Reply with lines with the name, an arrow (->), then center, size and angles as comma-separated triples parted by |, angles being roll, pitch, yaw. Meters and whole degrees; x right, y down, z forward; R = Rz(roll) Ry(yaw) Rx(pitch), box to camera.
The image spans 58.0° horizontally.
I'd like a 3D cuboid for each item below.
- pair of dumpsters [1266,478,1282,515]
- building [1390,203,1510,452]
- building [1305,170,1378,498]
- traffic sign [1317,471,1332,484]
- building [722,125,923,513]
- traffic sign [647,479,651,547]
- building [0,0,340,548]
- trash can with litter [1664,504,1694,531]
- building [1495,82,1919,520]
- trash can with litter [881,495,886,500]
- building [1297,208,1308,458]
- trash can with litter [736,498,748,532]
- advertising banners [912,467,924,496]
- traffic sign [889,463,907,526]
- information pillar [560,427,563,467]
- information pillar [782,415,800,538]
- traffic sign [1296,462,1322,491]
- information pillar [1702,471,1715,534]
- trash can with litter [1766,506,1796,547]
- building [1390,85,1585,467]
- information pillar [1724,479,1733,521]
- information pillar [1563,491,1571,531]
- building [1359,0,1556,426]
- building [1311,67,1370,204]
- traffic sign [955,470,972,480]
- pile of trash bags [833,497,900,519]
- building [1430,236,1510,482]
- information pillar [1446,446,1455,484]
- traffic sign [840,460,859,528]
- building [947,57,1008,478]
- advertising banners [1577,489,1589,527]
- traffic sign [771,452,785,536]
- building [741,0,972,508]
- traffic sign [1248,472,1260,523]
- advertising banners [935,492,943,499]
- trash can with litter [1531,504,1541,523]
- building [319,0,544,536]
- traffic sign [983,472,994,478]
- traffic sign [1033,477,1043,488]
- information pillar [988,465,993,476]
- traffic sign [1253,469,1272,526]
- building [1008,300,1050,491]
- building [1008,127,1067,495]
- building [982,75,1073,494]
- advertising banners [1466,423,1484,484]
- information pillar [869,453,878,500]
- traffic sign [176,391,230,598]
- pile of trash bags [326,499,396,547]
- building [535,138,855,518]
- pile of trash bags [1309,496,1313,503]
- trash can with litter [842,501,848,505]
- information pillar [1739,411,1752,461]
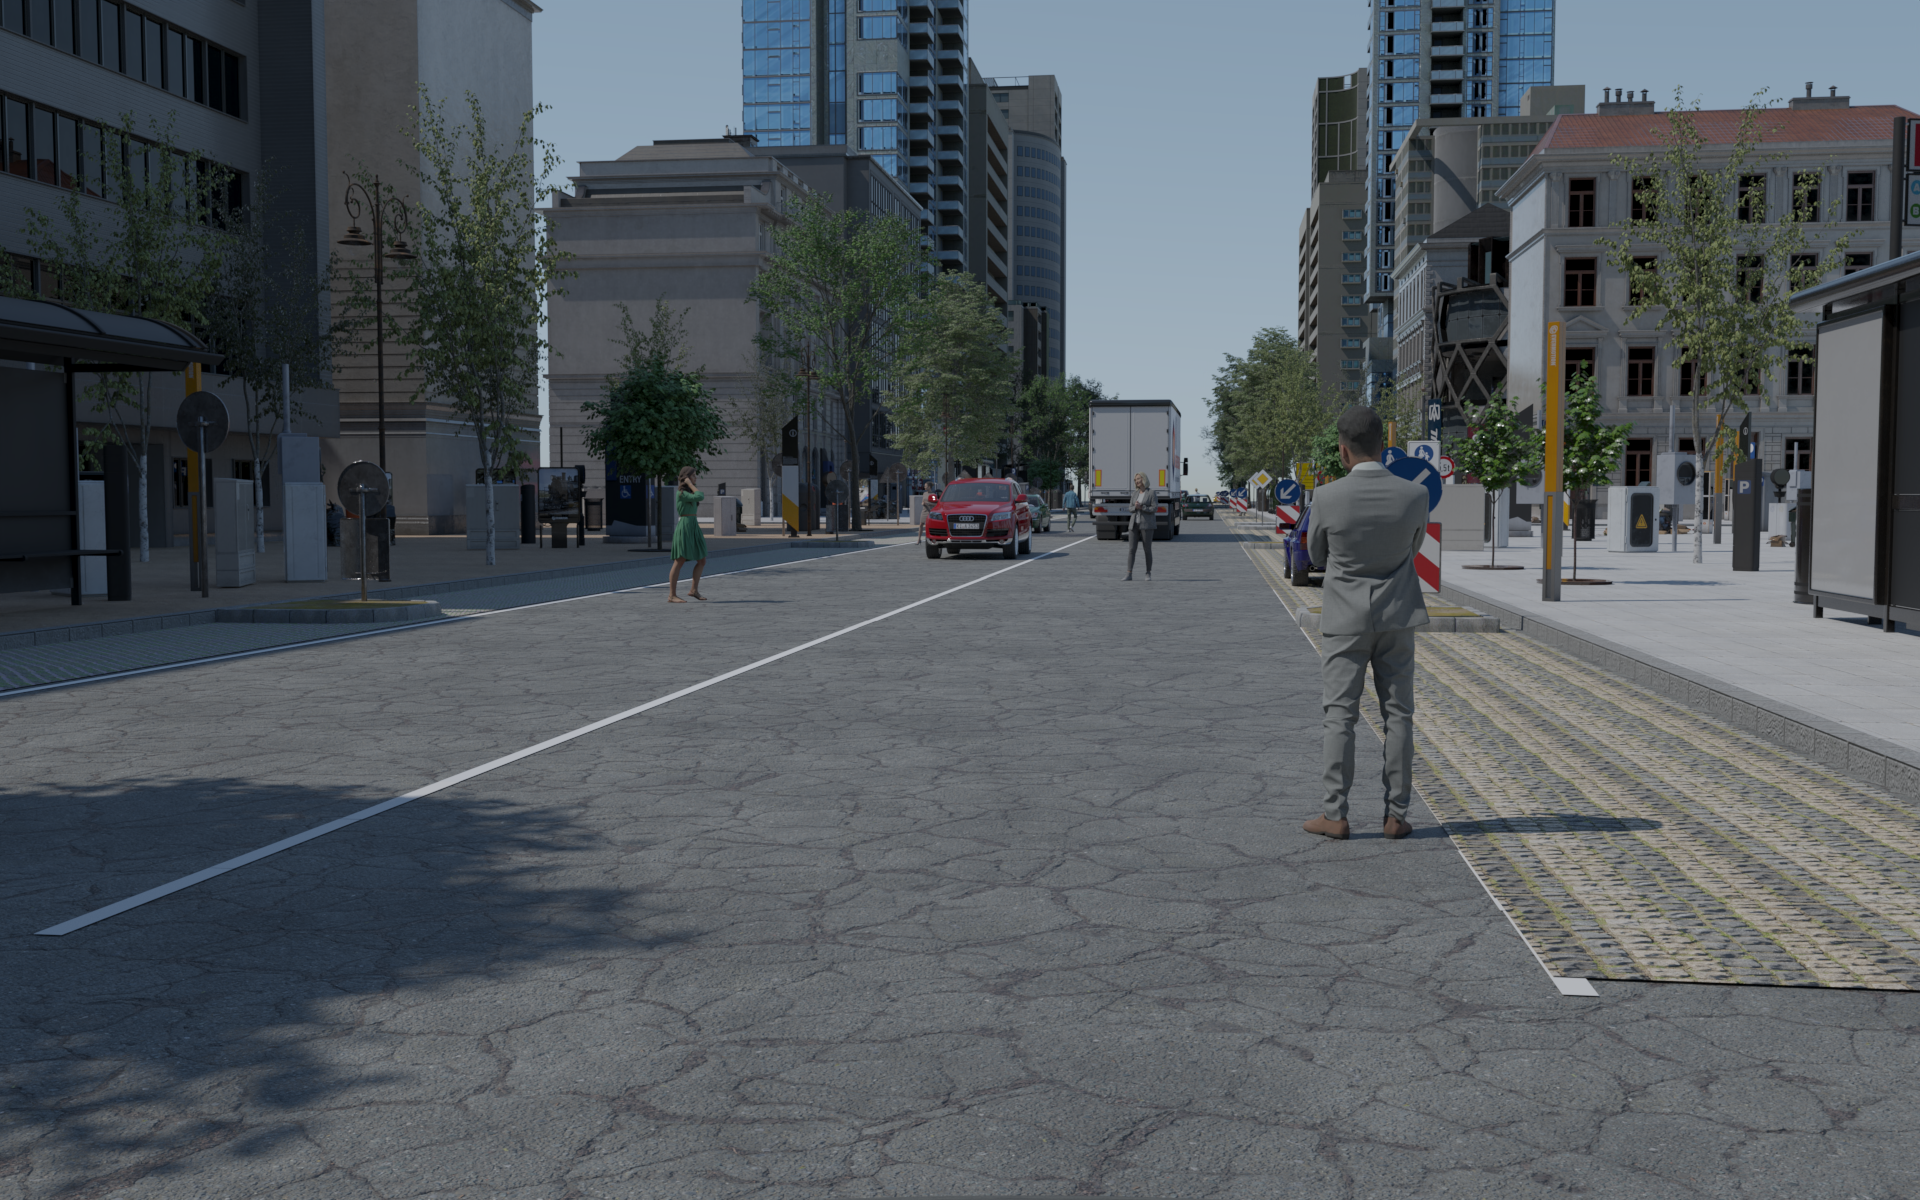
pair of dumpsters -> 20.263, -6.550, 109.583 | 1.574, 2.255, 4.437 | 0, 4, 8
building -> 41.215, -18.997, 139.483 | 11.050, 23.489, 19.941 | 0, 4, 8
building -> 62.521, -38.524, 253.571 | 21.300, 48.544, 21.600 | 0, 4, 8
traffic sign -> 18.633, -5.413, 88.608 | 0.768, 2.556, 0.104 | 1, 4, 13
building -> -11.560, -20.507, 128.803 | 14.314, 27.812, 24.014 | 0, 4, 8
traffic sign -> -7.470, -2.538, 41.602 | 0.768, 2.556, 0.104 | 1, 4, 17
building -> -25.831, -13.104, 33.320 | 14.314, 24.678, 30.058 | 0, 4, 8
trash can with litter -> 25.422, -3.046, 60.867 | 2.233, 1.210, 1.678 | 0, 4, -7
building -> 39.690, -15.555, 90.477 | 21.152, 22.565, 11.583 | 0, 4, 8
trash can with litter -> -7.758, -8.384, 148.143 | 2.233, 1.210, 1.678 | -3, 4, -37
building -> 65.015, -39.838, 275.055 | 21.300, 48.544, 21.600 | 0, 4, 8
trash can with litter -> -7.518, -2.902, 58.828 | 0.624, 1.170, 1.055 | -2, 4, -33
advertising banners -> -2.567, -6.606, 104.189 | 0.090, 3.025, 2.074 | 1, 4, 20
traffic sign -> -2.519, -4.294, 70.315 | 0.768, 2.556, 0.104 | 1, 4, 11
information pillar -> -13.934, -4.237, 60.627 | 0.183, 3.616, 0.504 | -1, 4, -12
information pillar -> -4.972, -3.641, 50.877 | 0.504, 3.616, 0.183 | 0, 4, -6
traffic sign -> 22.544, -7.127, 110.406 | 2.265, 3.308, 0.079 | 1, 4, 12
information pillar -> 24.072, -3.139, 55.808 | 0.304, 2.012, 0.304 | -3, 5, -43
trash can with litter -> 20.009, -1.856, 41.732 | 1.055, 1.170, 0.624 | 3, 5, 41
building -> 55.667, -29.208, 169.427 | 32.217, 40.220, 23.993 | 0, 4, 8
information pillar -> 37.208, -4.849, 83.777 | 0.304, 2.012, 0.304 | -1, 4, -14
information pillar -> 21.141, -4.235, 60.594 | 0.183, 3.616, 0.504 | -2, 4, -33
building -> 54.842, -54.017, 195.846 | 22.319, 86.520, 31.000 | 0, 4, 8
building -> 68.420, -52.425, 295.392 | 20.563, 71.187, 20.611 | 0, 4, 8
traffic sign -> 0.175, -4.153, 71.543 | 0.795, 2.450, 0.064 | 0, 4, 8
pile of trash bags -> -4.860, -4.765, 87.664 | 3.447, 1.369, 1.912 | -1, 4, -23
building -> 41.468, -15.512, 121.068 | 16.820, 18.784, 16.811 | 0, 4, 8
information pillar -> 21.690, -5.214, 76.605 | 0.183, 3.616, 0.504 | -2, 4, -24
traffic sign -> -4.177, -3.986, 65.278 | 0.768, 2.556, 0.104 | 1, 4, 13
building -> -6.257, -35.115, 197.826 | 21.300, 48.544, 21.600 | 0, 4, 8
advertising banners -> 22.985, -4.154, 64.109 | 0.090, 3.025, 2.074 | 2, 4, 34
traffic sign -> -5.357, -3.205, 52.510 | 0.768, 2.556, 0.104 | 1, 4, 12
building -> -9.914, -52.477, 170.671 | 22.319, 86.520, 31.000 | 0, 4, 8
traffic sign -> 13.313, -4.532, 77.739 | 0.795, 2.450, 0.064 | 0, 4, 8
advertising banners -> -1.920, -7.073, 111.826 | 2.074, 3.025, 0.090 | -2, 4, -25
trash can with litter -> 25.498, -3.943, 75.856 | 1.055, 1.170, 0.624 | -1, 4, -15
building -> -24.559, -12.812, 58.622 | 18.267, 20.994, 9.793 | 0, 4, 8
traffic sign -> 1.291, -4.637, 79.450 | 0.795, 2.450, 0.064 | 0, 4, 8
traffic sign -> 5.840, -7.976, 130.515 | 0.768, 2.556, 0.104 | 1, 4, 13
information pillar -> 2.318, -8.765, 134.655 | 0.504, 3.616, 0.183 | 3, 4, 38
traffic sign -> 12.197, -4.048, 69.832 | 0.795, 2.450, 0.064 | 0, 4, 8
building -> 5.661, -29.695, 257.219 | 14.160, 30.474, 14.107 | 0, 4, 8
building -> 5.405, -44.999, 277.728 | 21.231, 58.520, 28.212 | 0, 4, 8
building -> 9.239, -52.793, 301.409 | 20.563, 71.187, 20.611 | 0, 4, 8
advertising banners -> 12.096, -2.876, 43.204 | 2.074, 3.025, 0.090 | 1, 4, 19
information pillar -> -4.997, -6.634, 99.819 | 0.504, 3.616, 0.183 | 0, 4, 5
traffic sign -> -9.368, -1.303, 21.416 | 0.768, 2.556, 0.104 | 1, 4, 16
pile of trash bags -> -14.903, -2.016, 42.717 | 1.912, 1.369, 3.447 | -1, 4, -18
building -> -15.144, -16.114, 105.260 | 13.314, 21.916, 24.055 | 0, 4, 8
pile of trash bags -> 28.389, -7.893, 138.805 | 1.912, 1.369, 3.447 | 2, 4, 33
trash can with litter -> -6.983, -5.410, 99.843 | 1.055, 1.170, 0.624 | 3, 4, 37
information pillar -> 22.314, -3.542, 49.268 | 0.183, 3.616, 0.504 | 0, 4, -6
